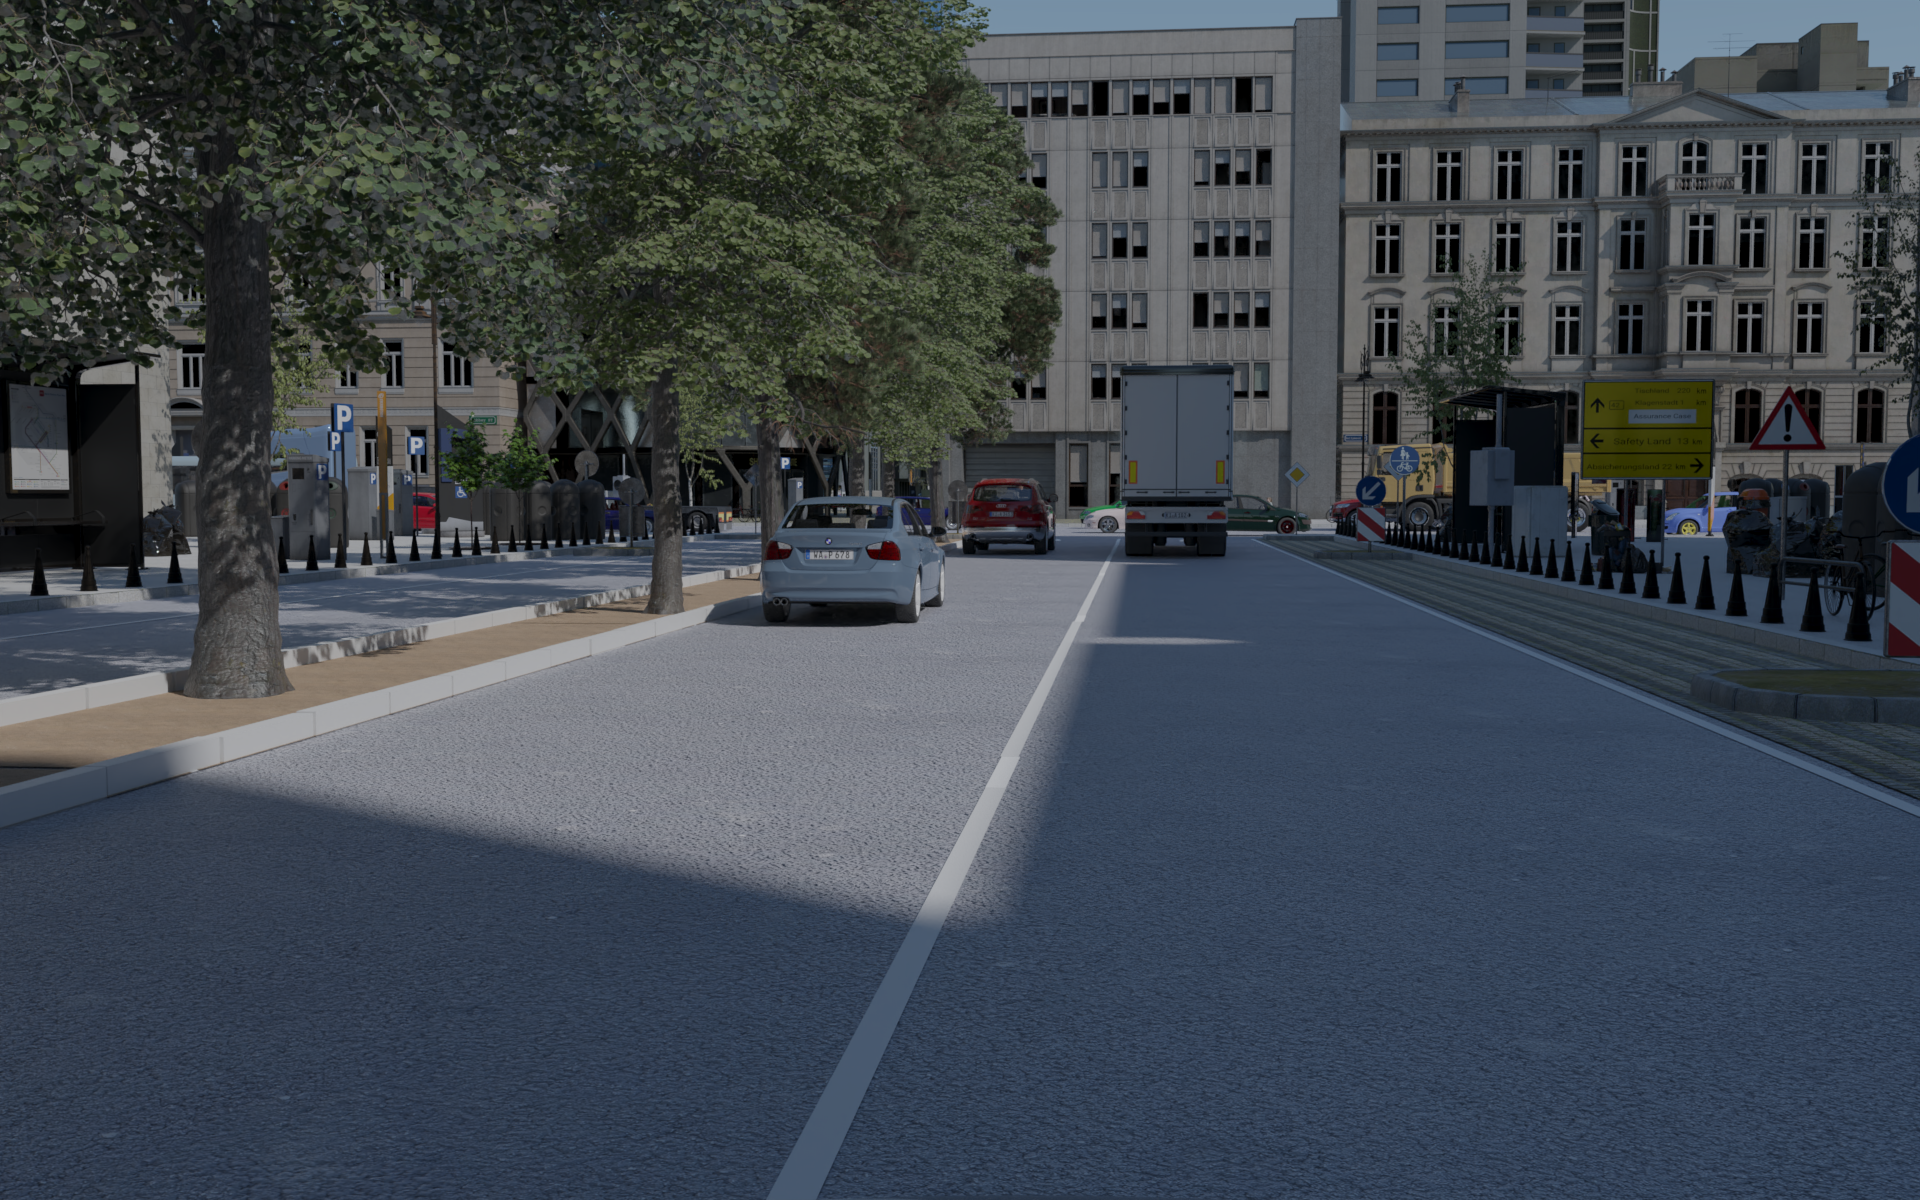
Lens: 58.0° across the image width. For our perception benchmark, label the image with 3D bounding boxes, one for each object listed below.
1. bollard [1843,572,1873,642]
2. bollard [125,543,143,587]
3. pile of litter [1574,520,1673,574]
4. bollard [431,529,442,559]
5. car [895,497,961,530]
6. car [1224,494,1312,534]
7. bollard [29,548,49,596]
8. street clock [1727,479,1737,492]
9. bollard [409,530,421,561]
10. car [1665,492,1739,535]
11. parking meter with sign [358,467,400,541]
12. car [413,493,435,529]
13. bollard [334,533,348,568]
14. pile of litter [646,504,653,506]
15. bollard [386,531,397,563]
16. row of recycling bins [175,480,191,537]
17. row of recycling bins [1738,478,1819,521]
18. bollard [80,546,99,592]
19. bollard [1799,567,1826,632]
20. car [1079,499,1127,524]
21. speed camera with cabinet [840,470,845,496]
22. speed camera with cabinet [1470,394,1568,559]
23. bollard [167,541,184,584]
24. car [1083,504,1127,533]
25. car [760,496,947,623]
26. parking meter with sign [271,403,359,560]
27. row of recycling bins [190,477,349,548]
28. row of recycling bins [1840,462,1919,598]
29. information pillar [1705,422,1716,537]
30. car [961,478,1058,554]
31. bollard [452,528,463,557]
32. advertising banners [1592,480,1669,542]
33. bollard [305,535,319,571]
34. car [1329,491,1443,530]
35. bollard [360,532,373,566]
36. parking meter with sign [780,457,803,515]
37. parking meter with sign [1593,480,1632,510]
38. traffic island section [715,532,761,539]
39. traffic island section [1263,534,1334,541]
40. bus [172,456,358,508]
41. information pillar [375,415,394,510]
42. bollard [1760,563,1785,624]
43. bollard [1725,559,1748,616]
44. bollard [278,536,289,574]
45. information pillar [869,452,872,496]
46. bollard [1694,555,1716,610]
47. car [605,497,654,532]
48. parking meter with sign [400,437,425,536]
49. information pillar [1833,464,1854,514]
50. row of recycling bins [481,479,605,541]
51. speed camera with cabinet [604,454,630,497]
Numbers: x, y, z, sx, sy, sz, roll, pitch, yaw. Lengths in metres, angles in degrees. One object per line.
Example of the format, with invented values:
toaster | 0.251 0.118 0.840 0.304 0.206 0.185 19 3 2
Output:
bollard | 7.863 0.055 15.147 0.229 0.601 0.229 0 3 0
bollard | -11.409 -0.481 23.901 0.229 0.601 0.229 0 3 0
pile of litter | 10.943 -0.891 28.534 1.176 0.858 1.719 -1 4 -19
bollard | -10.332 -1.108 34.158 0.229 0.601 0.229 0 3 0
car | -1.397 -3.457 69.110 3.894 1.354 1.945 0 4 6
car | 9.973 -3.049 59.634 4.222 1.686 2.009 0 4 6
bollard | -11.624 -0.356 21.855 0.229 0.601 0.229 0 3 0
street clock | 37.323 -4.845 83.792 0.471 2.002 0.358 -3 4 -36
bollard | -10.437 -1.046 33.136 0.229 0.601 0.229 0 3 0
car | 24.711 -2.873 56.559 3.694 1.707 1.945 0 4 7
parking meter with sign | -16.567 -3.165 48.009 1.738 3.016 0.543 1 4 12
car | -18.856 -3.230 61.845 4.494 1.783 2.155 0 4 5
bollard | -10.758 -0.857 30.061 0.229 0.601 0.229 0 3 0
pile of litter | -14.442 -3.980 79.038 1.176 0.858 1.719 2 4 28
bollard | -10.545 -0.982 32.103 0.229 0.601 0.229 0 3 0
row of recycling bins | -23.504 -2.815 53.146 1.069 1.692 3.534 -1 4 -19
row of recycling bins | 21.678 -2.357 45.650 3.534 1.692 1.069 -2 4 -34
bollard | -11.514 -0.418 22.876 0.229 0.601 0.229 0 3 0
bollard | 7.968 -0.008 16.169 0.229 0.601 0.229 0 3 0
car | 7.335 -3.874 72.139 4.718 1.807 1.959 0 4 5
speed camera with cabinet | -9.153 -8.596 134.881 0.660 3.252 2.038 1 4 13
speed camera with cabinet | 11.261 -2.479 34.868 2.038 3.252 0.660 -1 4 -23
bollard | -11.303 -0.543 24.922 0.229 0.601 0.229 0 3 0
car | 6.962 -3.143 63.749 4.827 1.381 2.083 0 4 8
car | -1.206 -0.527 20.613 2.014 1.417 4.499 0 4 5
parking meter with sign | -12.682 -2.292 33.738 1.738 3.016 0.543 1 4 20
row of recycling bins | -16.401 -2.105 41.532 3.534 1.692 1.069 0 4 3
row of recycling bins | 11.874 -0.848 20.978 1.069 1.692 3.534 0 4 -2
information pillar | 22.776 -3.738 52.467 0.183 3.616 0.504 2 4 34
car | 1.246 -2.081 42.705 2.281 1.827 5.304 0 4 7
bollard | -10.222 -1.171 35.192 0.229 0.601 0.229 0 3 0
advertising banners | 17.870 -3.069 46.373 2.074 3.025 0.090 1 4 23
bollard | -10.868 -0.795 29.040 0.229 0.601 0.229 0 3 0
car | 17.700 -3.774 70.374 5.304 1.827 2.281 0 4 5
bollard | -10.656 -0.920 31.083 0.229 0.601 0.229 0 3 0
parking meter with sign | -7.800 -5.241 81.947 0.543 3.016 1.738 -3 5 -41
parking meter with sign | 28.472 -4.843 75.436 1.738 3.016 0.543 -1 4 -12
traffic island section | -6.634 -2.068 56.092 2.009 0.180 2.903 0 4 6
traffic island section | 10.563 -1.958 54.290 2.009 0.180 2.903 0 4 6
bus | -31.770 -4.690 71.547 13.247 3.499 2.948 0 4 6
information pillar | -17.126 -3.681 51.531 0.504 3.616 0.183 0 4 5
bollard | 8.077 -0.071 17.205 0.229 0.601 0.229 0 3 0
bollard | 8.183 -0.134 18.236 0.229 0.601 0.229 0 3 0
bollard | -10.973 -0.732 28.016 0.229 0.601 0.229 0 3 0
information pillar | -4.965 -6.415 96.247 0.183 3.616 0.504 1 4 9
bollard | 8.293 -0.197 19.257 0.229 0.601 0.229 0 3 0
car | -11.889 -2.934 60.553 3.894 1.354 1.945 0 4 7
parking meter with sign | -17.133 -3.481 53.170 1.738 3.016 0.543 3 5 41
information pillar | 21.903 -2.353 42.963 0.304 2.012 0.304 -1 4 -22
row of recycling bins | -11.417 -2.516 48.244 1.069 1.692 3.534 3 5 43
speed camera with cabinet | -17.414 -5.633 86.441 2.038 3.252 0.660 2 4 31
